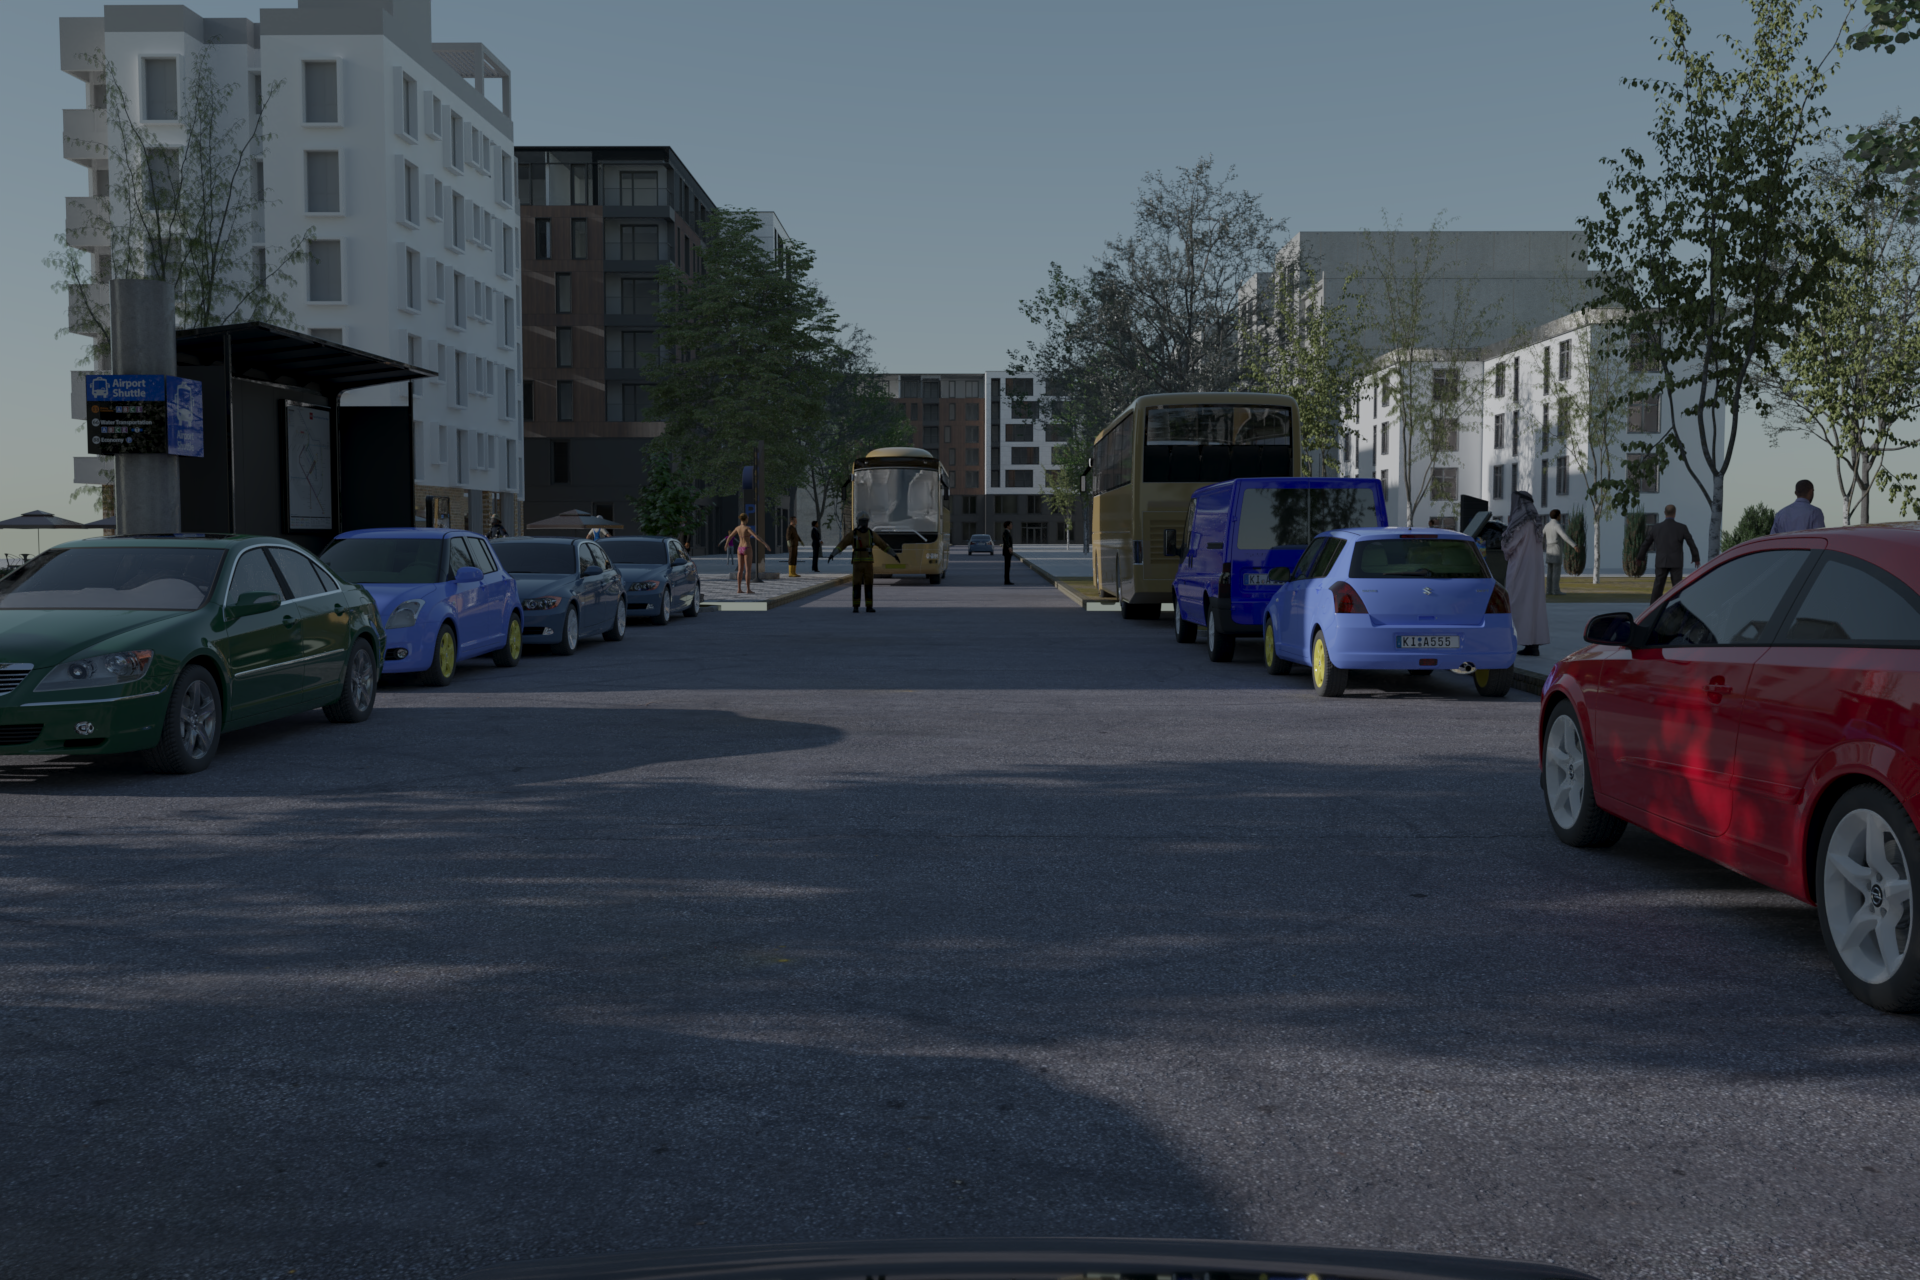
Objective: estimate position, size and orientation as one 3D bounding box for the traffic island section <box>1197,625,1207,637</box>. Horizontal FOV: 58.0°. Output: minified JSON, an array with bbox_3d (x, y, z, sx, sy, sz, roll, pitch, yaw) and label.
[{"bbox_3d":[4.149,-0.125,24.903,1.991,0.108,1.994,0,4,1],"label":"traffic island section"}]

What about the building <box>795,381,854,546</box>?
[{"bbox_3d":[-21.908,-22.316,195.799,19.493,23.208,18.063,0,4,0],"label":"building"}]

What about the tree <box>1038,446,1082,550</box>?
[{"bbox_3d":[8.467,-11.525,138.790,4.737,8.622,4.395,0,3,0],"label":"tree"}]

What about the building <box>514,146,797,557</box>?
[{"bbox_3d":[-25.710,-16.139,107.841,27.936,21.610,32.646,0,4,0],"label":"building"}]

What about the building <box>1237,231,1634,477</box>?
[{"bbox_3d":[28.279,-14.884,109.804,16.747,18.905,31.486,0,4,1],"label":"building"}]

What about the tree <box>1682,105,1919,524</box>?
[{"bbox_3d":[26.612,-8.584,50.724,12.009,13.543,11.850,0,3,0],"label":"tree"}]

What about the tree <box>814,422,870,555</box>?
[{"bbox_3d":[-7.377,-9.658,108.273,4.737,8.622,4.395,0,3,0],"label":"tree"}]

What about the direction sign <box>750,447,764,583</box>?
[{"bbox_3d":[-5.338,-3.270,45.469,0.379,3.537,0.876,0,4,0],"label":"direction sign"}]

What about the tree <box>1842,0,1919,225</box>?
[{"bbox_3d":[10.032,-6.376,10.899,9.857,13.997,8.962,0,3,0],"label":"tree"}]

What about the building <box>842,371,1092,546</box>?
[{"bbox_3d":[0.848,-23.410,229.182,32.646,21.610,27.936,0,4,-1],"label":"building"}]

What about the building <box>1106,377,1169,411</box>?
[{"bbox_3d":[25.925,-20.600,203.268,16.747,18.905,31.486,0,4,1],"label":"building"}]

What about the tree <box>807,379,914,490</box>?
[{"bbox_3d":[-6.759,-11.751,117.890,9.928,11.665,9.643,0,3,0],"label":"tree"}]

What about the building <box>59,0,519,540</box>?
[{"bbox_3d":[-23.170,-12.298,57.485,16.016,20.090,11.380,0,4,1],"label":"building"}]

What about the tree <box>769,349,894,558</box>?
[{"bbox_3d":[-7.575,-10.298,94.119,9.928,11.665,9.643,0,3,0],"label":"tree"}]

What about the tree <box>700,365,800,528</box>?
[{"bbox_3d":[-8.062,-7.299,69.699,4.360,8.622,3.978,0,3,0],"label":"tree"}]

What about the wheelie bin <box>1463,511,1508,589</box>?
[{"bbox_3d":[7.309,-0.998,24.228,0.693,1.594,0.980,0,4,1],"label":"wheelie bin"}]

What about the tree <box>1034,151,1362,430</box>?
[{"bbox_3d":[7.517,-8.946,56.636,12.009,13.543,11.850,0,3,0],"label":"tree"}]

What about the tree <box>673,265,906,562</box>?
[{"bbox_3d":[-7.679,-10.296,78.710,12.009,13.543,11.850,0,3,0],"label":"tree"}]

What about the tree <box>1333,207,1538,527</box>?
[{"bbox_3d":[10.167,-5.461,39.656,4.360,8.622,3.978,0,3,0],"label":"tree"}]

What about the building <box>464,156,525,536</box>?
[{"bbox_3d":[-26.988,-13.296,73.810,16.016,20.090,11.380,0,4,1],"label":"building"}]

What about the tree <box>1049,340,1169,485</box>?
[{"bbox_3d":[8.395,-10.102,90.918,9.928,11.665,9.643,0,3,0],"label":"tree"}]

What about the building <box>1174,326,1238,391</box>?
[{"bbox_3d":[28.724,-17.589,154.043,16.747,18.905,31.486,0,4,1],"label":"building"}]

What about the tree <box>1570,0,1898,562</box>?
[{"bbox_3d":[9.716,-4.390,22.135,4.737,8.622,4.395,0,3,0],"label":"tree"}]

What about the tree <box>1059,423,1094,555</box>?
[{"bbox_3d":[7.740,-9.460,105.028,4.737,8.622,4.395,0,3,0],"label":"tree"}]

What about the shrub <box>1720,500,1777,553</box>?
[{"bbox_3d":[18.775,-2.249,40.811,1.661,2.075,1.752,0,3,0],"label":"shrub"}]

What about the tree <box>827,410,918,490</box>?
[{"bbox_3d":[-6.509,-12.735,133.972,9.928,11.665,9.643,0,3,0],"label":"tree"}]

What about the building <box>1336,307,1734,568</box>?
[{"bbox_3d":[24.278,-8.327,78.295,9.099,9.664,28.070,0,4,1],"label":"building"}]

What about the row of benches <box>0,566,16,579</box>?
[{"bbox_3d":[-17.883,-1.065,32.874,1.422,0.672,4.104,0,4,1],"label":"row of benches"}]

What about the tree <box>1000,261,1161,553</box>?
[{"bbox_3d":[8.551,-16.125,119.534,12.611,20.169,13.585,0,3,0],"label":"tree"}]

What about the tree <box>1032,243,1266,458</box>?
[{"bbox_3d":[8.207,-9.928,72.699,12.009,13.543,11.850,0,3,0],"label":"tree"}]

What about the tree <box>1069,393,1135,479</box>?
[{"bbox_3d":[7.505,-8.193,84.320,4.360,8.622,3.978,0,3,0],"label":"tree"}]

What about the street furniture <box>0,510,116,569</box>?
[{"bbox_3d":[-31.716,-2.515,46.144,27.439,1.986,14.083,1,4,14],"label":"street furniture"}]

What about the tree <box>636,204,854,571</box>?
[{"bbox_3d":[-7.605,-8.720,60.696,7.486,12.596,7.792,0,3,0],"label":"tree"}]
